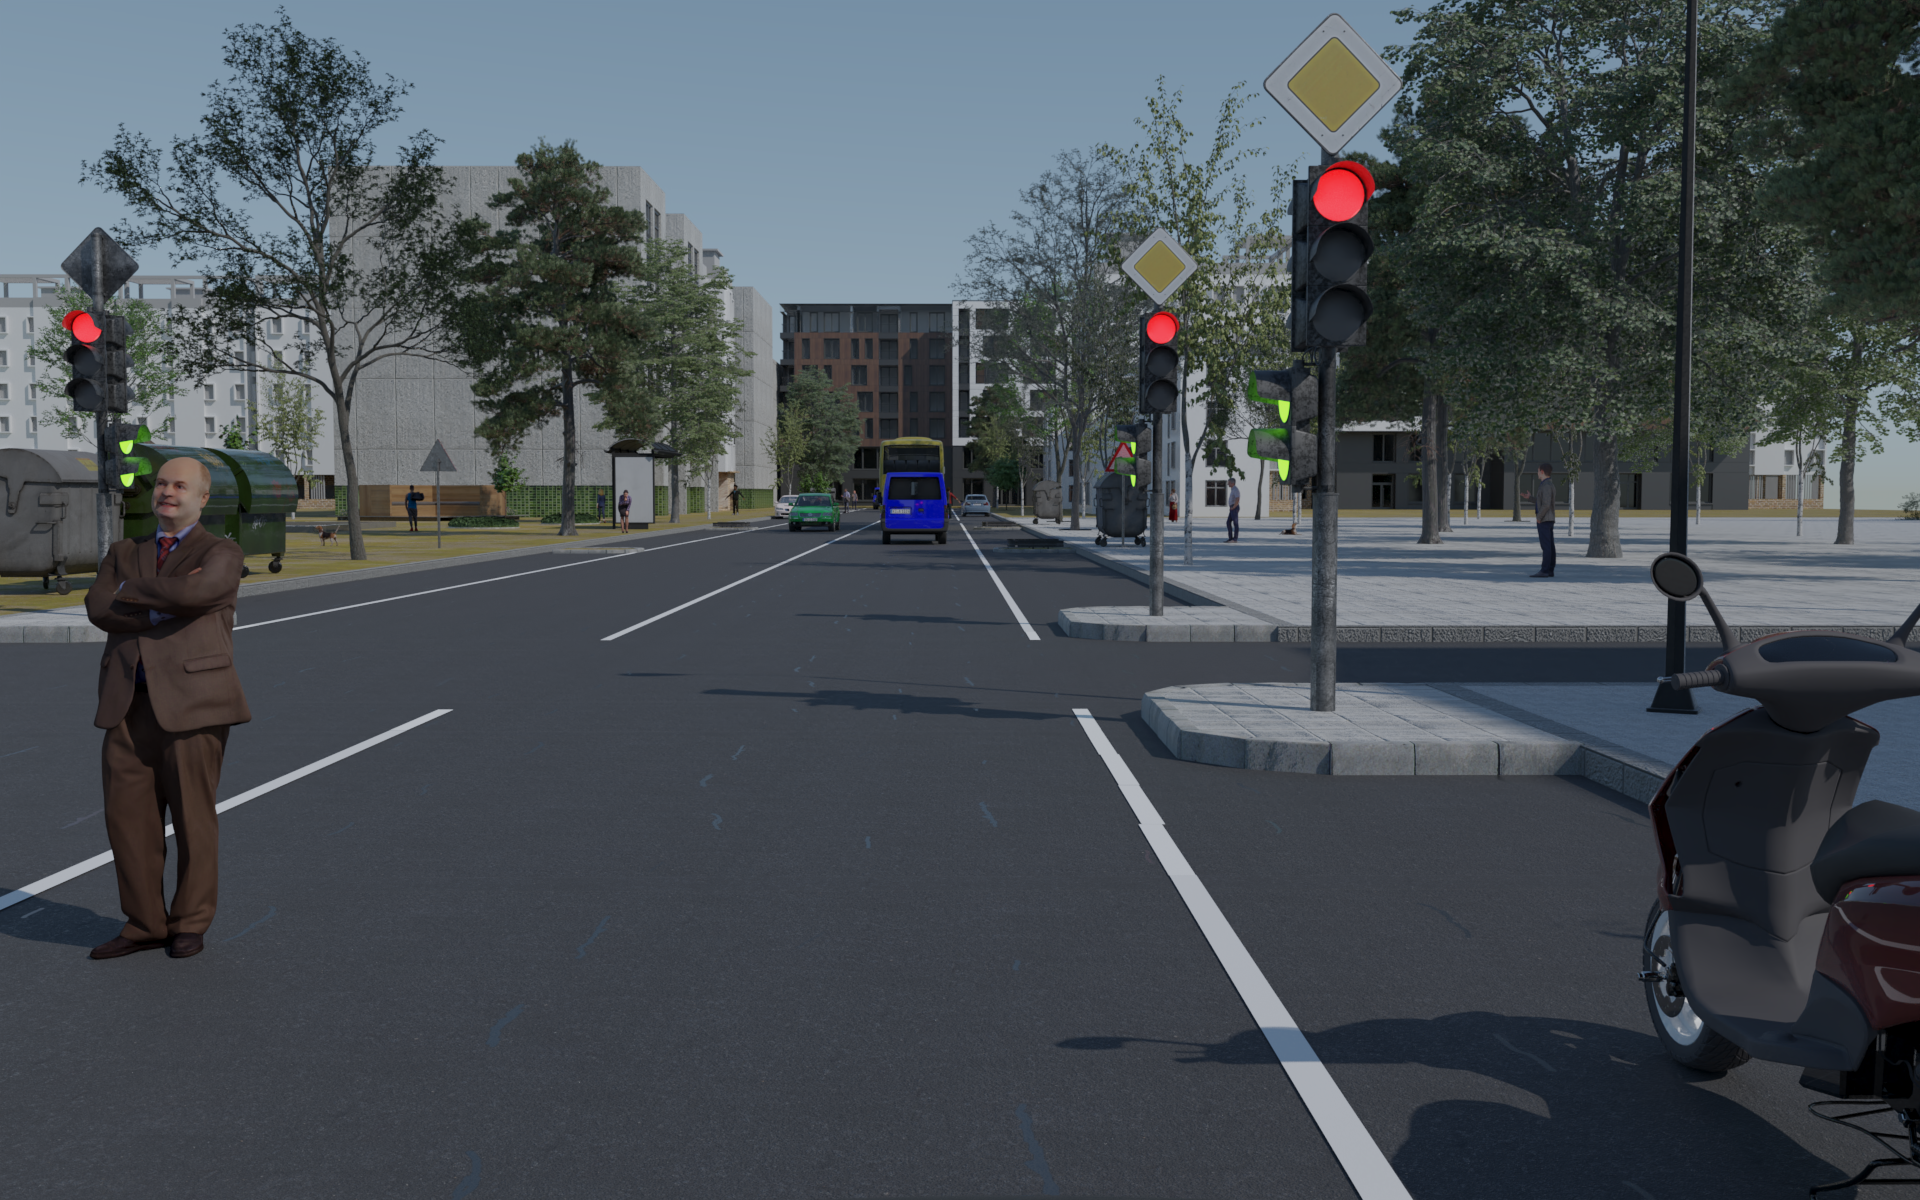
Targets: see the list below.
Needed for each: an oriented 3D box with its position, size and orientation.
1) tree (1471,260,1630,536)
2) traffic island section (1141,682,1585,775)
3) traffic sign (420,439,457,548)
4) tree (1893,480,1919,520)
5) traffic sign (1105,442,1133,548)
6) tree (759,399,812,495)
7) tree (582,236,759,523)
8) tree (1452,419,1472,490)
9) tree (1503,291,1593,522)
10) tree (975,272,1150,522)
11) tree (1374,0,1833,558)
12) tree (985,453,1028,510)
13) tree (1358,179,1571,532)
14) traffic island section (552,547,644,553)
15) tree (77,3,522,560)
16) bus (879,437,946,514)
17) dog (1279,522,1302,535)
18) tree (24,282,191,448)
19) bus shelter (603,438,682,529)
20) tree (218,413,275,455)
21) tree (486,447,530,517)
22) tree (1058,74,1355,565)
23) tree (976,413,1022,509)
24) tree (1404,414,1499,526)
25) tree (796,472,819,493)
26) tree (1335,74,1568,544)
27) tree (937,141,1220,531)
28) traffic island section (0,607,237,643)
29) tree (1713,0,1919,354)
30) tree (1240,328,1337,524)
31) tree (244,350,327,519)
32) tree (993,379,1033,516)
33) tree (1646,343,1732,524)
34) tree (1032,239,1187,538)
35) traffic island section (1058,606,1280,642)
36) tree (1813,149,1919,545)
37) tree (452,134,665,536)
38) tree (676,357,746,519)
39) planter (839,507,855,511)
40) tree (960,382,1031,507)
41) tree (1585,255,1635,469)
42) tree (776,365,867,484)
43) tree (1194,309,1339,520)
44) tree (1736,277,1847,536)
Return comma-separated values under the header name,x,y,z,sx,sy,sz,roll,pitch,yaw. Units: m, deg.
name,x,y,z,sx,sy,sz,roll,pitch,yaw
tree,18.259,-6.227,52.177,4.360,8.622,3.978,0,3,0
traffic island section,2.173,0.734,10.274,2.009,0.180,2.903,0,4,-1
traffic sign,-12.308,-2.499,40.867,0.884,2.594,0.081,0,4,2
tree,52.681,-10.791,78.246,18.604,14.587,13.155,2,4,32
traffic sign,3.907,-2.535,41.446,0.884,2.594,0.081,0,4,5
tree,-13.230,-11.203,133.530,4.737,8.622,4.395,0,3,0
tree,-12.879,-9.734,77.277,7.486,12.596,7.792,0,3,0
tree,26.823,-8.468,88.812,4.360,8.622,3.978,0,3,0
tree,25.996,-9.444,80.172,9.928,11.665,9.643,0,3,0
tree,4.703,-9.394,79.354,9.928,11.665,9.643,0,3,0
tree,12.927,-7.823,34.554,9.857,13.997,8.962,0,3,0
tree,3.734,-9.405,137.482,4.285,4.588,4.351,0,3,0
tree,16.515,-9.235,58.421,7.806,13.903,7.818,0,3,0
traffic island section,-8.878,-1.219,42.802,1.991,0.108,1.994,0,4,-1
tree,-12.034,-6.061,33.516,7.601,10.594,8.767,1,4,15
bus,-2.002,-5.034,73.849,2.896,3.916,12.252,0,4,-1
dog,10.344,-2.233,54.241,0.550,0.427,0.748,-1,4,-15
tree,-41.625,-9.743,85.058,9.928,11.665,9.643,0,3,0
bus shelter,-11.884,-4.364,65.277,2.014,3.302,5.546,0,4,-1
tree,-17.310,-2.866,41.455,1.663,3.219,1.824,0,3,0
tree,-18.068,-4.537,68.781,1.663,3.219,1.824,0,3,0
tree,4.367,-4.938,31.098,4.737,8.622,4.395,0,3,0
tree,3.564,-12.423,153.472,4.737,8.622,4.395,0,3,0
tree,21.457,-7.461,72.348,4.737,8.622,4.395,0,3,0
tree,-13.214,-9.501,149.949,1.663,3.219,1.824,0,3,0
tree,12.081,-7.481,44.369,6.751,12.117,7.091,0,3,0
tree,4.133,-9.185,60.542,12.009,13.543,11.850,0,3,0
traffic island section,-8.950,0.253,18.150,2.009,0.180,2.903,0,4,-1
tree,14.952,-7.189,24.965,7.806,13.903,7.818,0,3,0
tree,14.191,-7.520,73.317,4.360,8.622,3.978,0,3,0
tree,-34.007,-8.414,87.927,4.737,8.622,4.395,0,3,0
tree,3.832,-9.252,101.627,4.360,8.622,3.978,0,3,0
tree,30.967,-7.501,72.998,4.737,8.622,4.395,0,3,0
tree,4.545,-6.147,50.859,4.360,8.622,3.978,0,3,0
traffic island section,2.091,0.246,18.258,2.009,0.180,2.903,0,4,-1
tree,22.930,-7.699,44.010,7.486,12.596,7.792,0,3,0
tree,-12.027,-8.014,53.077,6.751,12.117,7.091,0,3,0
tree,-12.837,-8.426,88.127,4.360,8.622,3.978,0,3,0
planter,-9.947,-7.701,147.058,1.991,0.319,1.994,0,4,-1
tree,3.390,-14.902,165.700,6.751,12.117,7.091,0,3,0
tree,26.715,-8.852,62.865,7.486,12.596,7.792,0,3,0
tree,-13.651,-16.091,169.742,9.857,13.997,8.962,0,3,0
tree,15.091,-9.258,85.774,7.601,10.594,8.767,3,4,36
tree,25.763,-6.238,52.349,4.360,8.622,3.978,0,3,0
